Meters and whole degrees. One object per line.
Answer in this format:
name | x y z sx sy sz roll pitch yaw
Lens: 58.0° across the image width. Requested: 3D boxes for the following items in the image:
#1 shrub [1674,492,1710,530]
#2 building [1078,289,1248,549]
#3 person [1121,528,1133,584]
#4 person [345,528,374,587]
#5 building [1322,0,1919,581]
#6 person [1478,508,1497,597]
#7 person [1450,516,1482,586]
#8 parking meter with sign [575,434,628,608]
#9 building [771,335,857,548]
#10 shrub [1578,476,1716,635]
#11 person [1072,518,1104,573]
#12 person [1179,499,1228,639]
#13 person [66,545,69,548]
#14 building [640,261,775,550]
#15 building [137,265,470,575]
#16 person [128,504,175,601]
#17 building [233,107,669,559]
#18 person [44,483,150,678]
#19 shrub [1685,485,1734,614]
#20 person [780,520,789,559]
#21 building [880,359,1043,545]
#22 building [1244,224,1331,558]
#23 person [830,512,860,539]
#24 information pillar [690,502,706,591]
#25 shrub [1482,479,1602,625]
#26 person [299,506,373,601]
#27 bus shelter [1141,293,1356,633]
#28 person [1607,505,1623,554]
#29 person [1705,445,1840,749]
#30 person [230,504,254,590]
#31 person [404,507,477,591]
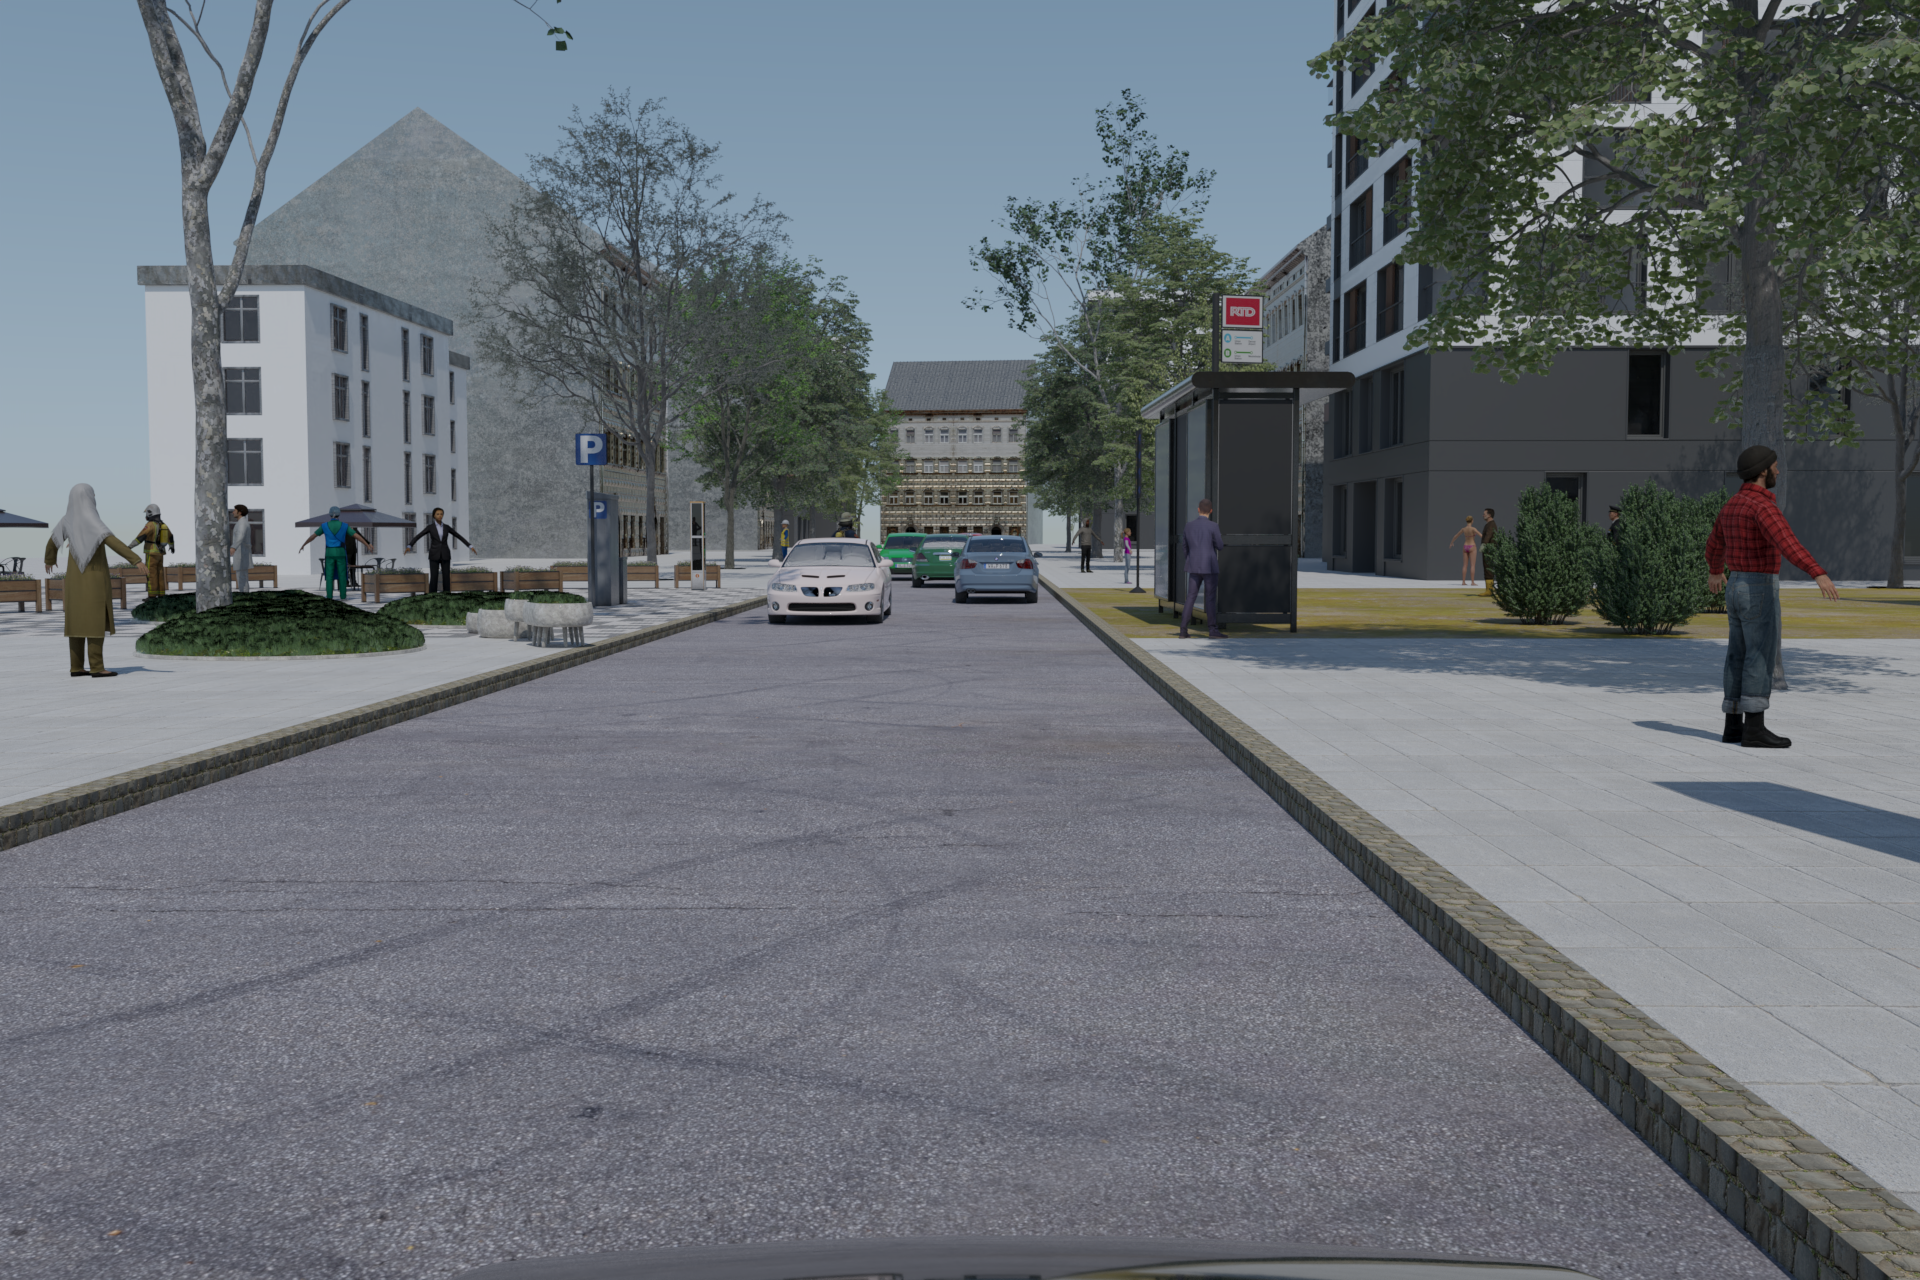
shrub | 12.833 -1.599 30.560 1.690 2.028 1.600 0 3 0
building | 24.844 -19.379 160.821 27.936 21.610 32.646 0 4 1
person | 4.380 -2.165 44.665 0.599 1.433 0.991 0 4 3
person | -14.700 -2.177 41.780 0.705 1.806 1.347 2 4 24
building | 26.995 -13.395 62.977 27.936 21.610 32.646 0 4 1
person | 10.818 -1.798 35.543 0.704 1.812 1.346 1 4 21
person | 12.734 -2.224 43.160 0.721 1.733 1.217 -3 5 -44
parking meter with sign | -6.351 -2.120 30.928 0.543 3.016 1.738 0 4 3
building | -25.671 -20.344 176.593 27.936 21.610 32.646 0 4 1
shrub | 8.809 -1.088 22.200 1.690 2.028 1.600 0 3 0
person | 4.189 -3.130 57.299 1.348 1.813 0.705 -2 4 -35
person | 2.983 -0.871 21.212 0.530 1.710 0.541 -3 5 -42
person | -23.905 -2.542 47.700 0.704 1.843 1.345 2 4 33
building | -25.171 -19.232 145.379 19.493 23.208 18.063 0 3 0
building | -24.440 -7.716 68.299 9.099 9.664 28.070 0 4 2
person | -15.333 -1.660 32.915 0.705 1.858 1.354 1 4 13
building | -27.663 -16.377 98.693 19.493 23.208 18.063 0 4 1
person | -7.790 -0.539 15.587 1.217 1.736 0.721 1 4 22
shrub | 12.290 -1.473 28.119 1.661 2.075 1.752 0 3 0
person | -6.166 -3.292 60.282 0.721 1.772 1.216 -1 4 -9
building | 0.539 -23.523 217.987 18.063 23.208 19.493 1 4 8
building | 27.443 -16.437 99.680 19.493 23.208 18.063 0 4 1
person | -2.203 -1.569 33.889 1.354 1.856 0.705 2 4 35
information pillar | -5.951 -2.133 39.372 0.304 2.012 0.304 0 4 2
shrub | 8.292 -1.260 24.649 1.661 2.075 1.752 0 3 0
person | -12.005 -1.662 33.304 1.347 1.817 0.704 -1 4 -17
bus shelter | 4.032 -2.996 26.624 2.179 5.291 8.768 0 4 0
person | 12.718 -1.699 33.722 0.705 1.837 1.347 1 4 20
person | 4.840 -0.269 10.499 0.704 1.816 1.345 0 4 -4
person | -12.684 -1.488 30.517 0.705 1.806 1.347 -1 4 -16
person | -8.897 -1.403 29.665 1.216 1.740 0.721 -2 4 -28
